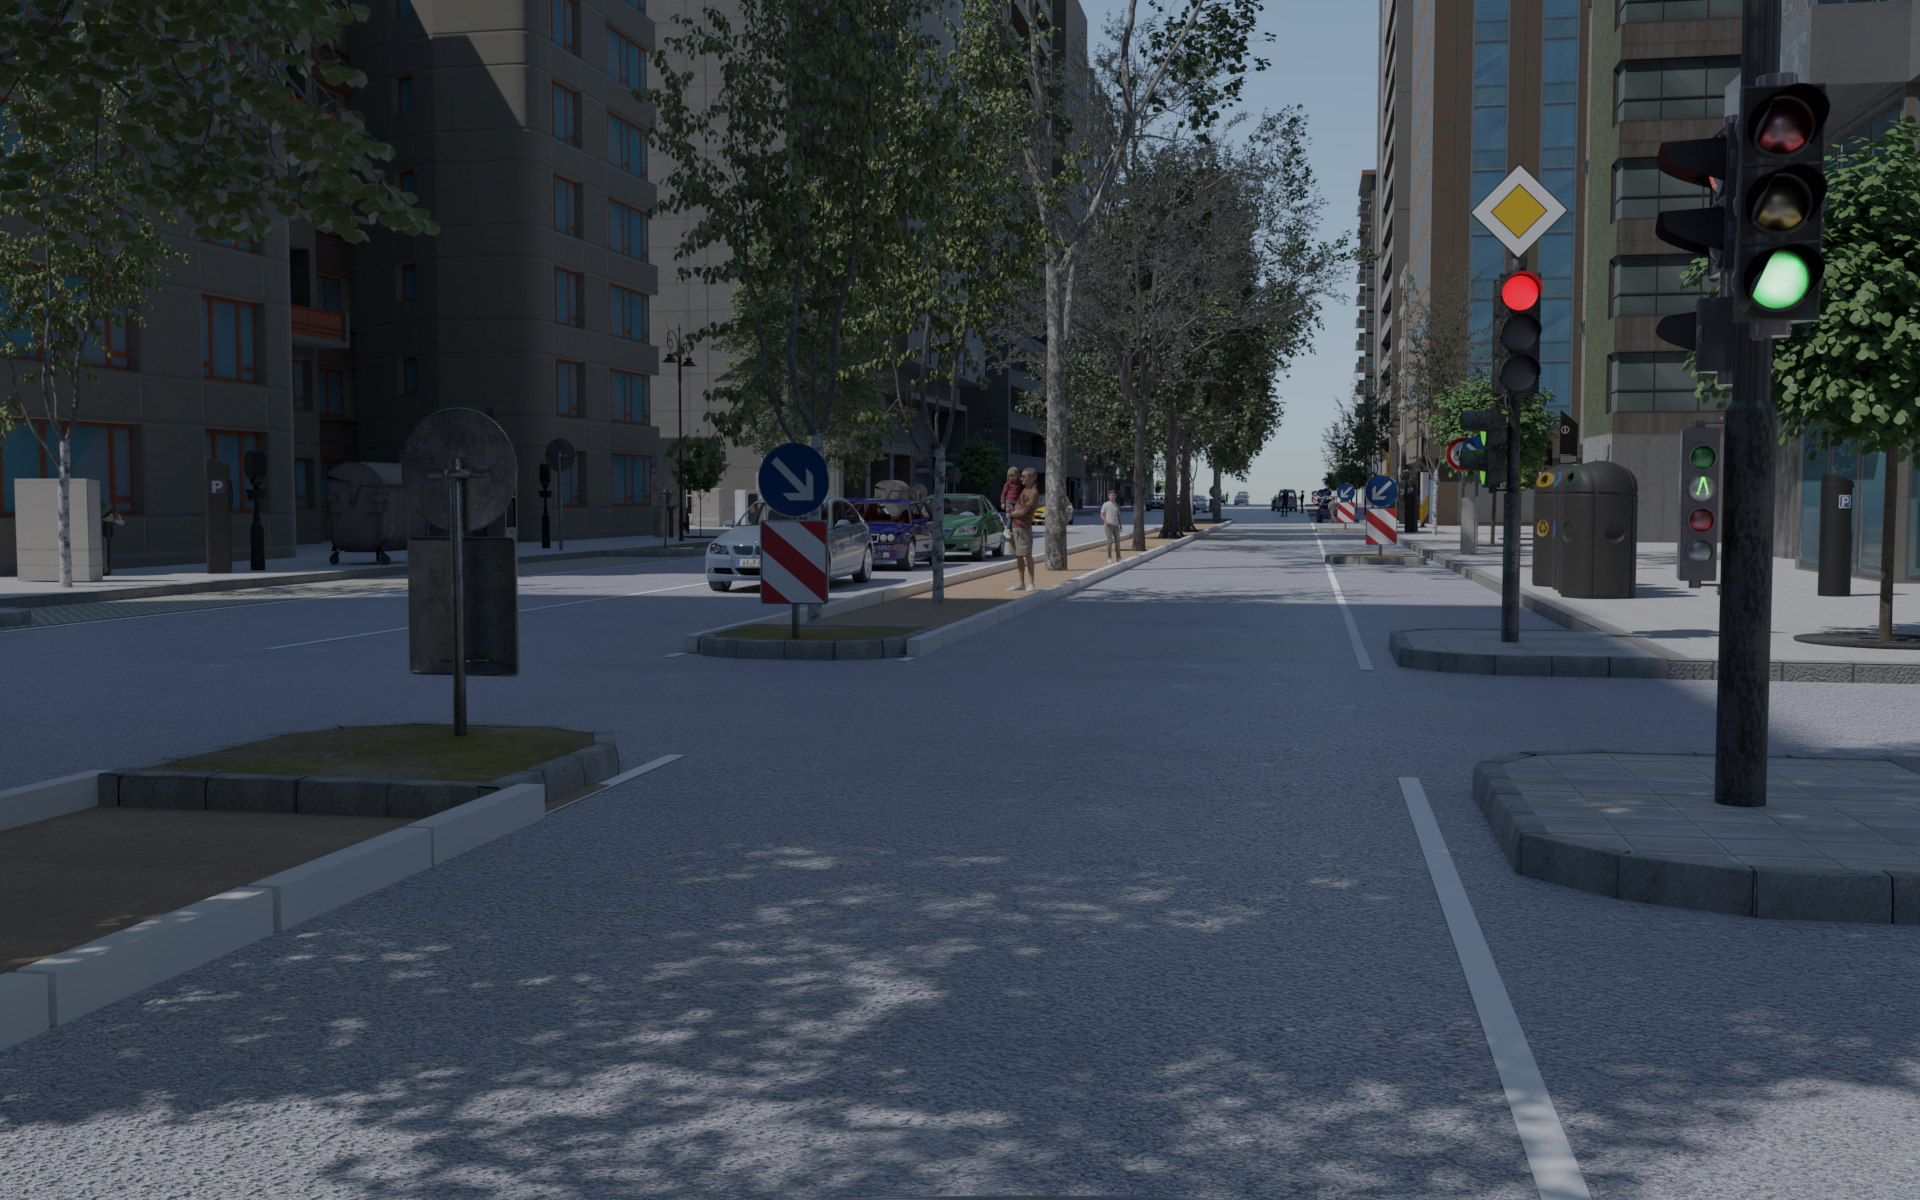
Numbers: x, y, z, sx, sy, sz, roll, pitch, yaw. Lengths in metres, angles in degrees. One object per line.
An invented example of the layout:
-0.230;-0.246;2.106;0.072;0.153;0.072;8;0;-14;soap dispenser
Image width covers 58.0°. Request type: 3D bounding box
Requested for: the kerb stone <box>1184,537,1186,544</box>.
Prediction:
6.226;-1.632;48.930;0.120;0.150;1.000;1;4;11;kerb stone

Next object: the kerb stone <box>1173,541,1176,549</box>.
5.434;-1.389;44.898;0.120;0.150;1.000;1;4;11;kerb stone

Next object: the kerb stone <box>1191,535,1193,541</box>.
6.819;-1.817;51.944;0.120;0.150;1.000;1;4;11;kerb stone

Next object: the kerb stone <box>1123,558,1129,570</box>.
3.055;-0.647;32.818;0.120;0.150;1.000;1;4;11;kerb stone

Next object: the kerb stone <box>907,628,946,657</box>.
-0.313;0.396;15.724;0.120;0.150;1.000;1;4;11;kerb stone

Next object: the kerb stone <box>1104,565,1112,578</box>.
2.457;-0.464;29.798;0.120;0.150;1.000;1;4;11;kerb stone

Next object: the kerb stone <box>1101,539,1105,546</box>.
3.785;-1.535;47.360;0.120;0.150;1.000;1;4;11;kerb stone

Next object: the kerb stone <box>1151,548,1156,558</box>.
4.245;-1.019;38.852;0.120;0.150;1.000;1;4;11;kerb stone

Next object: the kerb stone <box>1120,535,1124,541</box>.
4.770;-1.846;52.375;0.120;0.150;1.000;1;4;11;kerb stone

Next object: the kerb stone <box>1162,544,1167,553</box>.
4.842;-1.204;41.877;0.120;0.150;1.000;1;4;11;kerb stone

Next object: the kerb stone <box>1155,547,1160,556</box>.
4.434;-1.080;39.859;0.120;0.150;1.000;1;4;11;kerb stone

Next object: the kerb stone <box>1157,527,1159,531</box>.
7.341;-2.645;65.448;0.120;0.150;1.000;1;4;11;kerb stone

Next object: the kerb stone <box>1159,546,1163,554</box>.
4.640;-1.138;40.868;0.120;0.150;1.000;1;4;11;kerb stone

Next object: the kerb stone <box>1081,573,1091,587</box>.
1.869;-0.275;26.786;0.120;0.150;1.000;1;4;11;kerb stone

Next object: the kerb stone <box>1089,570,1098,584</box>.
2.058;-0.341;27.790;0.120;0.150;1.000;1;4;11;kerb stone

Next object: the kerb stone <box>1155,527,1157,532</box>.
7.147;-2.584;64.444;0.120;0.150;1.000;1;4;11;kerb stone

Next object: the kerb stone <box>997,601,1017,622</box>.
0.482;0.150;19.743;0.120;0.150;1.000;1;4;11;kerb stone

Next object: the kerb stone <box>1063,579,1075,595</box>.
1.481;-0.157;24.769;0.120;0.150;1.000;1;4;11;kerb stone

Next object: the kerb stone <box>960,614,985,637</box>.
0.084;0.276;17.730;0.120;0.150;1.000;1;4;11;kerb stone

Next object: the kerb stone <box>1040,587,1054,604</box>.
1.073;-0.034;22.752;0.120;0.150;1.000;1;4;11;kerb stone

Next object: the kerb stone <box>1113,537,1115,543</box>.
4.373;-1.723;50.369;0.120;0.150;1.000;1;4;11;kerb stone

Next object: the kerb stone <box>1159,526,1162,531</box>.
7.538;-2.707;66.451;0.120;0.150;1.000;1;4;11;kerb stone

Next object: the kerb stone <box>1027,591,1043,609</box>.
0.873;0.027;21.750;0.120;0.150;1.000;1;4;11;kerb stone

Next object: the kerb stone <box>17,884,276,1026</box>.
-2.391;1.042;5.158;0.120;0.150;1.000;1;4;11;kerb stone

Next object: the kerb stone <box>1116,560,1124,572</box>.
2.856;-0.588;31.811;0.120;0.150;1.000;1;4;11;kerb stone

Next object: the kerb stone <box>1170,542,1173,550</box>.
5.232;-1.324;43.894;0.120;0.150;1.000;1;4;11;kerb stone

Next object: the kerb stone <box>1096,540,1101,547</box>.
3.582;-1.478;46.358;0.120;0.150;1.000;1;4;11;kerb stone

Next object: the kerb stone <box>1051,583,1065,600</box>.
1.273;-0.096;23.762;0.120;0.150;1.000;1;4;11;kerb stone

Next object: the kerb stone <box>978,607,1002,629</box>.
0.278;0.212;18.733;0.120;0.150;1.000;1;4;11;kerb stone

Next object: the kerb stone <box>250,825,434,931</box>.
-2.186;0.981;6.172;0.120;0.150;1.000;1;4;11;kerb stone

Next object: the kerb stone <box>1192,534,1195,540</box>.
7.015;-1.881;52.952;0.120;0.150;1.000;1;4;11;kerb stone

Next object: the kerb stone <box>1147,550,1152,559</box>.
4.044;-0.957;37.850;0.120;0.150;1.000;1;4;11;kerb stone

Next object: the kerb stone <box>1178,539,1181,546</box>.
5.830;-1.512;46.915;0.120;0.150;1.000;1;4;11;kerb stone

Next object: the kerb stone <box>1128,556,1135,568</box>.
3.259;-0.708;33.820;0.120;0.150;1.000;1;4;11;kerb stone

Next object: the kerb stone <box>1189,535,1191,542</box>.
6.622;-1.758;50.941;0.120;0.150;1.000;1;4;11;kerb stone

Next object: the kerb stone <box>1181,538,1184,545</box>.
6.032;-1.574;47.926;0.120;0.150;1.000;1;4;11;kerb stone

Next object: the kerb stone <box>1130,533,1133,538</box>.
5.368;-2.031;55.398;0.120;0.150;1.000;1;4;11;kerb stone

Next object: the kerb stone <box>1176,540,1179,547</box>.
5.629;-1.450;45.901;0.120;0.150;1.000;1;4;11;kerb stone

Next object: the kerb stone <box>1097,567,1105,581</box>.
2.254;-0.403;28.793;0.120;0.150;1.000;1;4;11;kerb stone

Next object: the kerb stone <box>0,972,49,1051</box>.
-2.590;1.104;4.146;0.120;0.150;1.000;1;4;11;kerb stone

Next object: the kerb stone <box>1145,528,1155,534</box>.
6.949;-2.523;63.442;0.120;0.150;1.000;1;4;11;kerb stone

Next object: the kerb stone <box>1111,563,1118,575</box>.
2.655;-0.526;30.801;0.120;0.150;1.000;1;4;11;kerb stone

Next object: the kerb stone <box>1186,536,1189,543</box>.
6.424;-1.697;49.937;0.120;0.150;1.000;1;4;11;kerb stone

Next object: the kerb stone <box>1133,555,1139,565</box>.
3.451;-0.773;34.829;0.120;0.150;1.000;1;4;11;kerb stone

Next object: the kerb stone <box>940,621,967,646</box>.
-0.114;0.334;16.727;0.120;0.150;1.000;1;4;11;kerb stone

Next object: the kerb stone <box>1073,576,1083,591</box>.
1.668;-0.219;25.774;0.120;0.150;1.000;1;4;11;kerb stone

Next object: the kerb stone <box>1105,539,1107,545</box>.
3.977;-1.601;48.364;0.120;0.150;1.000;1;4;11;kerb stone

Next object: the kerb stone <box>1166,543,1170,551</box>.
5.048;-1.266;42.887;0.120;0.150;1.000;1;4;11;kerb stone

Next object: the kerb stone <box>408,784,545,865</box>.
-1.991;0.919;7.176;0.120;0.150;1.000;1;4;11;kerb stone

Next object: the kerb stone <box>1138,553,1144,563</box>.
3.648;-0.832;35.832;0.120;0.150;1.000;1;4;11;kerb stone

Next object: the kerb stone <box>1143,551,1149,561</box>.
3.855;-0.896;36.844;0.120;0.150;1.000;1;4;11;kerb stone

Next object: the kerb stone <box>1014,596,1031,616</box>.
0.687;0.089;20.745;0.120;0.150;1.000;1;4;11;kerb stone

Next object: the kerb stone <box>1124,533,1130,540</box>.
5.166;-1.969;54.395;0.120;0.150;1.000;1;4;11;kerb stone
